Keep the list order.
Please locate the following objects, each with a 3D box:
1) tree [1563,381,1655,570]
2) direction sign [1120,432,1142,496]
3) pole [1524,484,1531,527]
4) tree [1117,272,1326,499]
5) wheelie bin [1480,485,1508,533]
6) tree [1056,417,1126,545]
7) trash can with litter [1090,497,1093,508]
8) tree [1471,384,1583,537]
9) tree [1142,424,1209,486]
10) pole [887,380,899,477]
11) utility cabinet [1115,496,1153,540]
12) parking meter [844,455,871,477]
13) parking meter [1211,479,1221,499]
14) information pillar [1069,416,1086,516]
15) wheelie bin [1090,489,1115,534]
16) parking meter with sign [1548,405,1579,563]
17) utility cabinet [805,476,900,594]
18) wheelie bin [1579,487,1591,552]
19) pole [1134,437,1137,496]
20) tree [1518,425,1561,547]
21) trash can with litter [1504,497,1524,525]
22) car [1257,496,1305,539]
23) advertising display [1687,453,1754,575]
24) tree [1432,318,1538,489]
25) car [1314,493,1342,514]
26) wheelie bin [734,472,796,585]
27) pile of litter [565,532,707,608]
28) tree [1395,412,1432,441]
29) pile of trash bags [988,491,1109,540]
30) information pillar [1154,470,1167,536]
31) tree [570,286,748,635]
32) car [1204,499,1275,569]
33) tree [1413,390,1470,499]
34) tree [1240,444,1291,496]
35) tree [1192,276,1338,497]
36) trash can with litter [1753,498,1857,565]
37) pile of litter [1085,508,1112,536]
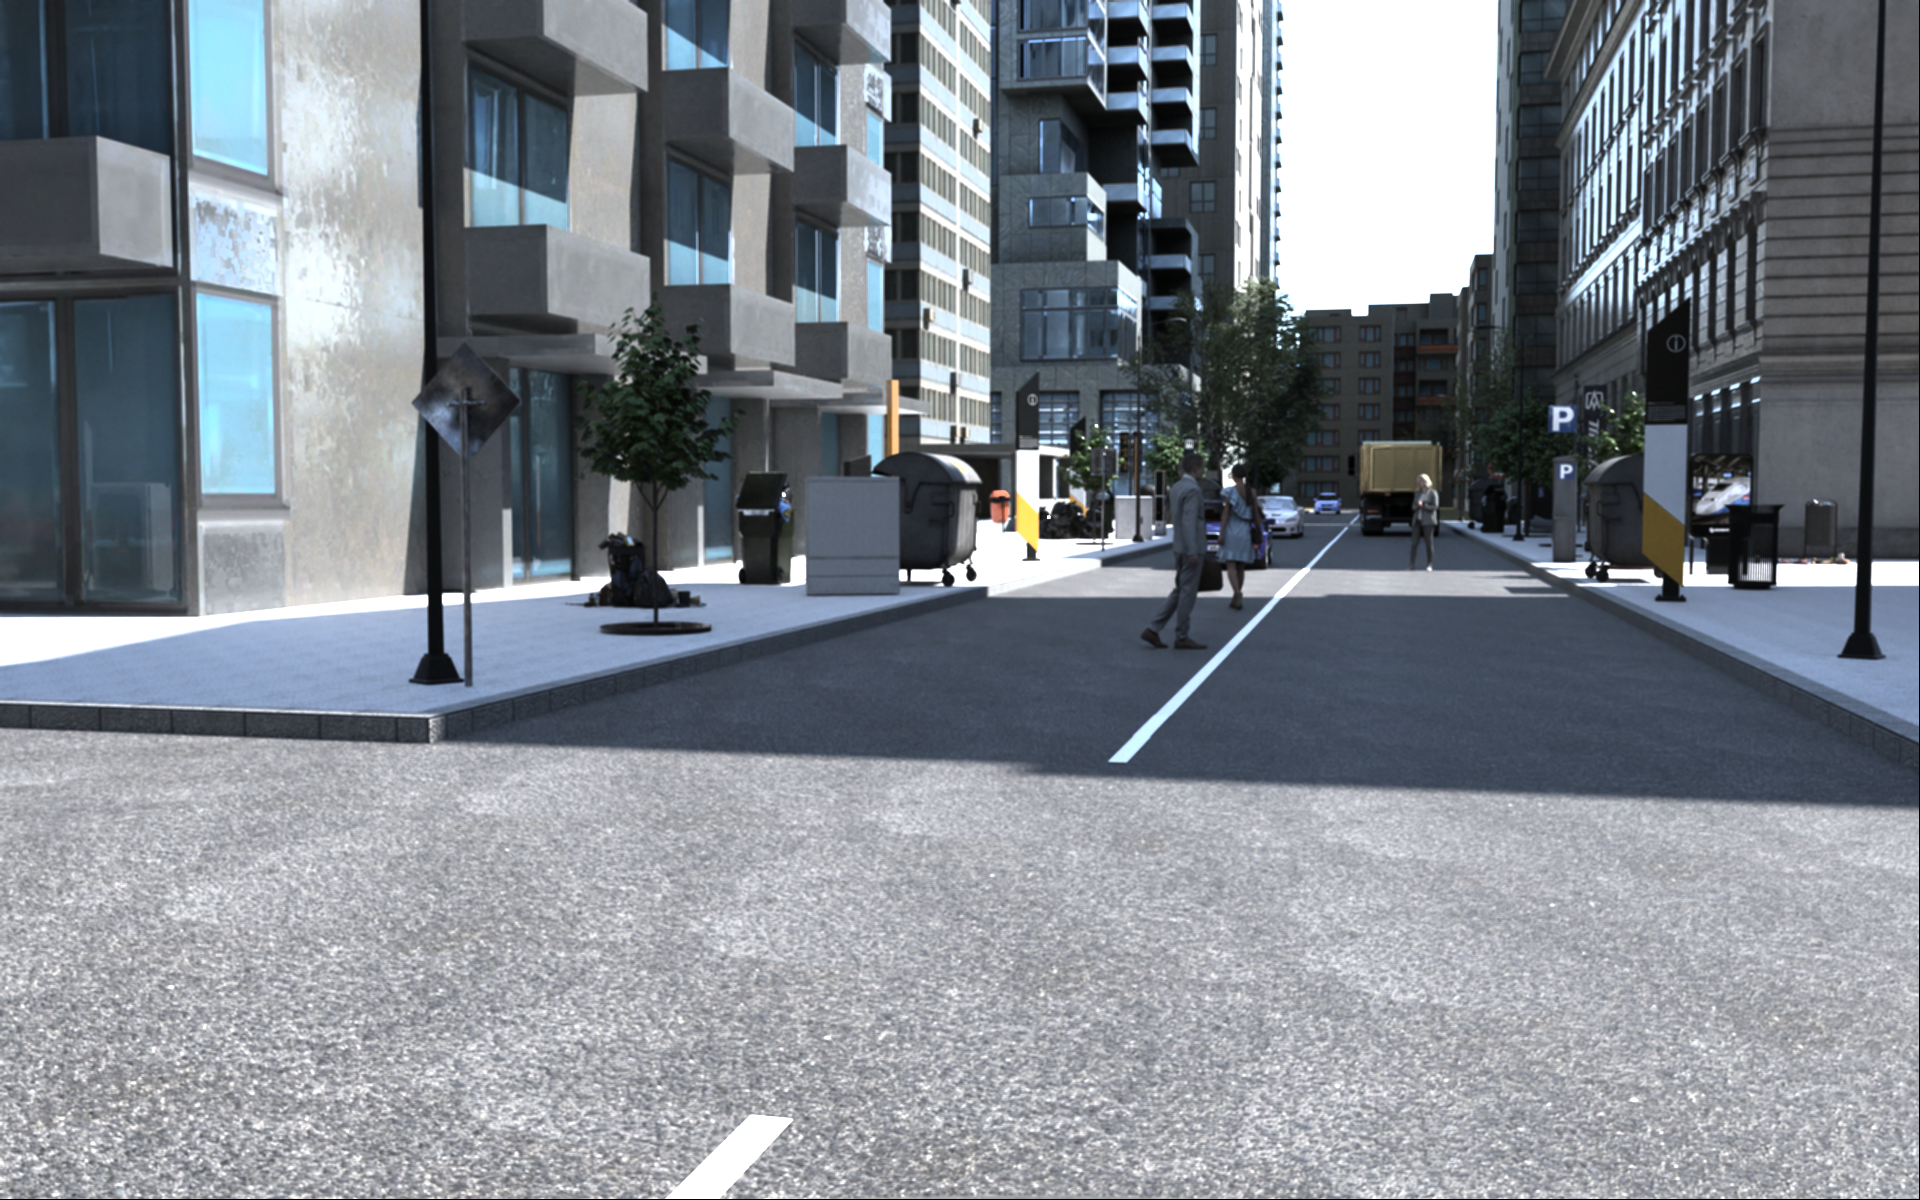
[{"bbox_3d":[11.502,-2.152,29.791,1.663,3.219,1.824,0,3,0],"label":"tree"},{"bbox_3d":[6.202,-4.338,62.922,0.876,3.537,0.379,2,4,30],"label":"direction sign"},{"bbox_3d":[20.945,-4.283,63.874,0.158,3.312,0.155,0,3,0],"label":"pole"},{"bbox_3d":[10.915,-8.416,72.018,8.767,10.594,7.601,0,4,-1],"label":"tree"},{"bbox_3d":[17.712,-3.026,57.377,0.980,1.594,0.693,-3,4,-37],"label":"wheelie bin"},{"bbox_3d":[3.404,-3.012,43.843,1.663,3.219,1.824,0,3,0],"label":"tree"},{"bbox_3d":[6.390,-4.182,79.768,0.624,1.170,1.055,-1,4,-22],"label":"trash can with litter"},{"bbox_3d":[17.159,-4.178,52.019,4.285,4.588,4.351,0,3,0],"label":"tree"},{"bbox_3d":[10.127,-5.947,80.950,4.285,4.588,4.351,0,3,0],"label":"tree"},{"bbox_3d":[-1.206,-2.279,31.112,0.158,3.312,0.155,0,3,0],"label":"pole"},{"bbox_3d":[4.838,-2.267,48.221,1.020,1.237,0.306,0,4,-6],"label":"utility cabinet"},{"bbox_3d":[-1.538,-1.231,25.833,0.399,1.863,0.255,-2,4,-25],"label":"parking meter"},{"bbox_3d":[9.776,-3.711,66.379,0.255,1.863,0.399,-3,4,-36],"label":"parking meter"},{"bbox_3d":[3.543,-3.709,51.991,0.504,3.616,0.183,1,4,16],"label":"information pillar"},{"bbox_3d":[4.618,-2.956,56.240,0.693,1.594,0.980,-1,4,-22],"label":"wheelie bin"},{"bbox_3d":[11.557,-2.257,33.161,0.543,3.016,1.738,1,4,16],"label":"parking meter with sign"},{"bbox_3d":[-1.369,-0.814,21.991,1.173,1.500,0.318,-1,4,-10],"label":"utility cabinet"},{"bbox_3d":[14.265,-1.871,38.499,0.980,1.594,0.693,2,4,34],"label":"wheelie bin"},{"bbox_3d":[6.351,-4.182,62.222,0.158,3.312,0.155,0,3,0],"label":"pole"},{"bbox_3d":[14.745,-2.908,42.148,1.663,3.219,1.824,0,3,0],"label":"tree"},{"bbox_3d":[22.728,-3.678,71.518,1.055,1.170,0.624,-2,4,-31],"label":"trash can with litter"},{"bbox_3d":[10.392,-2.757,57.439,2.083,1.381,4.827,1,4,14],"label":"car"},{"bbox_3d":[12.054,-1.361,27.473,0.974,1.923,0.123,0,4,2],"label":"advertising display"},{"bbox_3d":[22.434,-7.525,73.402,4.737,8.622,4.395,0,3,0],"label":"tree"},{"bbox_3d":[26.170,-6.950,123.218,1.945,1.707,3.694,1,4,14],"label":"car"},{"bbox_3d":[-2.777,-1.028,24.713,0.980,1.594,0.693,1,4,22],"label":"wheelie bin"},{"bbox_3d":[-3.739,-0.367,19.966,1.719,0.858,1.176,3,4,37],"label":"pile of litter"},{"bbox_3d":[40.225,-12.250,150.653,4.737,8.622,4.395,0,3,0],"label":"tree"},{"bbox_3d":[2.417,-2.415,49.231,3.447,1.369,1.912,-1,4,-23],"label":"pile of trash bags"},{"bbox_3d":[6.187,-2.991,53.394,0.304,2.012,0.304,1,4,23],"label":"information pillar"},{"bbox_3d":[-2.739,-1.321,16.202,1.663,3.219,1.824,0,3,0],"label":"tree"},{"bbox_3d":[5.264,-1.327,34.269,1.945,1.354,3.894,1,4,12],"label":"car"},{"bbox_3d":[33.995,-10.554,122.916,4.360,8.622,3.978,0,3,0],"label":"tree"},{"bbox_3d":[18.332,-7.420,105.037,4.285,4.588,4.351,0,3,0],"label":"tree"},{"bbox_3d":[15.913,-10.544,90.514,7.486,12.596,7.792,0,3,0],"label":"tree"},{"bbox_3d":[15.403,-1.274,31.892,2.233,1.210,1.678,1,4,20],"label":"trash can with litter"},{"bbox_3d":[3.829,-2.419,53.510,1.719,0.858,1.176,3,5,42],"label":"pile of litter"}]
